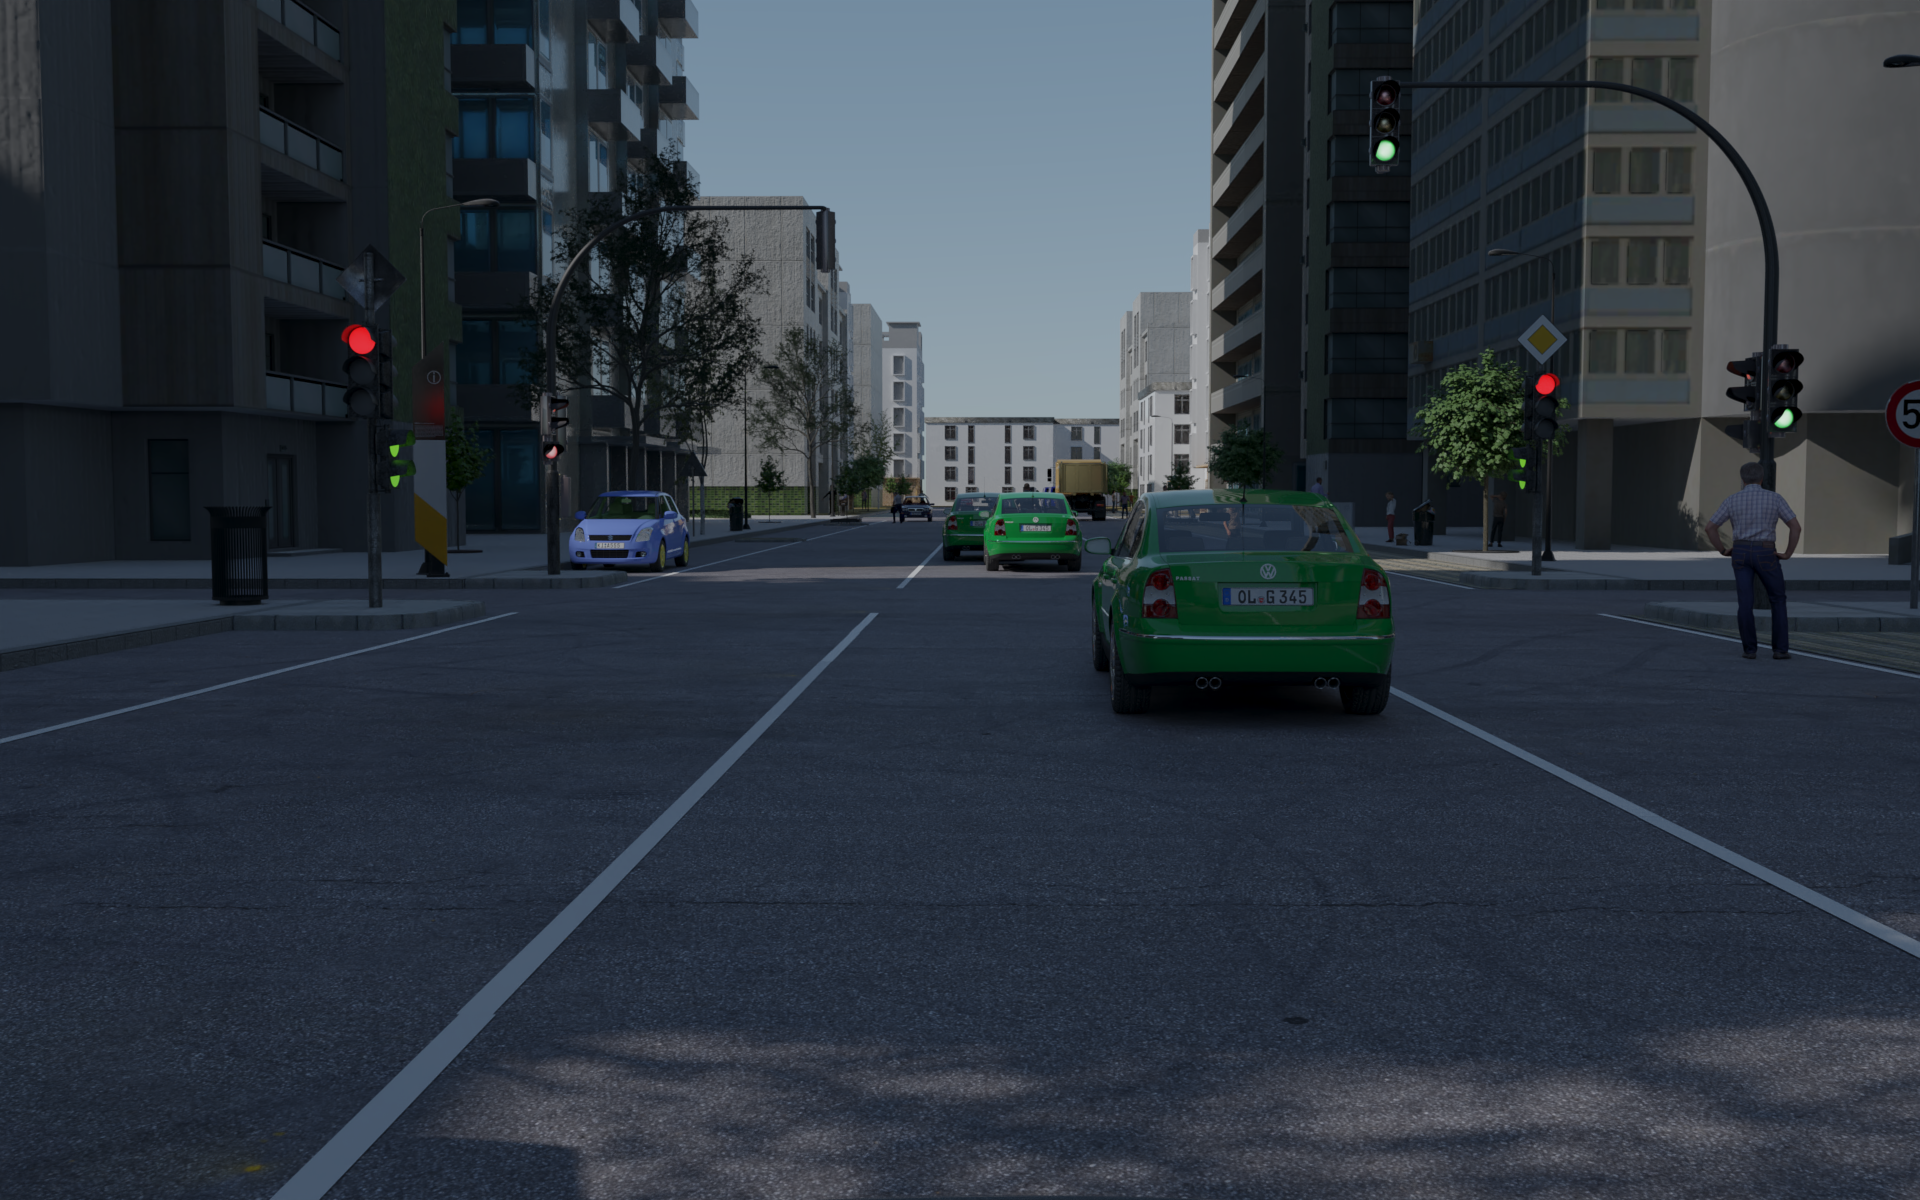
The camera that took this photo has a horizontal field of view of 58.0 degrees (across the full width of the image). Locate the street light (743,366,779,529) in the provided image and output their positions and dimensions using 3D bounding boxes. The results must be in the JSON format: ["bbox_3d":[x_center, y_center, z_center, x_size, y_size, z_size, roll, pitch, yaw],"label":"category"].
[{"bbox_3d":[-7.223,-5.515,62.705,1.470,5.913,1.316,0,4,1],"label":"street light"}]

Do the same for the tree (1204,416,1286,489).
[{"bbox_3d":[11.976,-5.447,72.767,4.285,4.588,4.351,0,3,0],"label":"tree"}]

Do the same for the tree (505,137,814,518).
[{"bbox_3d":[-8.328,-6.766,45.034,7.601,10.594,8.767,0,4,4],"label":"tree"}]

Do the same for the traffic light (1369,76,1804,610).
[{"bbox_3d":[6.829,-2.718,19.111,4.771,5.953,1.251,0,4,1],"label":"traffic light"}]

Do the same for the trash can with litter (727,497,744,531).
[{"bbox_3d":[-7.857,-2.986,60.202,0.624,1.170,1.055,-1,4,-16],"label":"trash can with litter"}]

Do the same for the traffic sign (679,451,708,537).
[{"bbox_3d":[-8.040,-3.193,52.216,0.884,2.594,0.081,0,4,7],"label":"traffic sign"}]

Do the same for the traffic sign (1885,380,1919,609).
[{"bbox_3d":[10.687,-1.176,19.327,0.768,2.556,0.104,1,4,8],"label":"traffic sign"}]

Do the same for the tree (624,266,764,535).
[{"bbox_3d":[-8.394,-6.376,54.610,4.360,8.622,3.978,0,3,0],"label":"tree"}]

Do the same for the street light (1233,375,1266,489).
[{"bbox_3d":[11.320,-5.809,67.518,1.470,5.913,1.316,0,4,1],"label":"street light"}]

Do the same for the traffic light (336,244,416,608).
[{"bbox_3d":[-6.597,-1.869,19.487,0.839,4.253,0.868,0,4,1],"label":"traffic light"}]

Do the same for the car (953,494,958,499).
[{"bbox_3d":[0.375,-9.825,169.670,2.155,1.783,4.494,0,4,2],"label":"car"}]

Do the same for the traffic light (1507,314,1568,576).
[{"bbox_3d":[9.071,-2.341,27.196,0.839,4.253,0.868,0,4,1],"label":"traffic light"}]

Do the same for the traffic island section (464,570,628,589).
[{"bbox_3d":[-6.487,-0.326,27.606,2.009,0.180,2.903,0,4,1],"label":"traffic island section"}]

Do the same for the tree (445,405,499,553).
[{"bbox_3d":[-11.121,-2.644,37.827,1.663,3.219,1.824,0,3,0],"label":"tree"}]

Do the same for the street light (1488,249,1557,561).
[{"bbox_3d":[10.717,-3.698,33.003,1.470,5.913,1.316,0,4,1],"label":"street light"}]

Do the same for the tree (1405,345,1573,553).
[{"bbox_3d":[11.538,-3.327,38.108,4.285,4.588,4.351,0,3,0],"label":"tree"}]

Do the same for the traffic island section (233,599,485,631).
[{"bbox_3d":[-6.637,0.163,19.622,2.009,0.180,2.903,0,4,1],"label":"traffic island section"}]

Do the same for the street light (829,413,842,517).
[{"bbox_3d":[-6.645,-7.650,97.617,1.470,5.913,1.316,0,4,1],"label":"street light"}]

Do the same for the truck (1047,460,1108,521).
[{"bbox_3d":[6.634,-6.117,95.943,3.469,3.379,9.791,0,4,2],"label":"truck"}]

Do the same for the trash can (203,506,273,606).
[{"bbox_3d":[-8.359,-0.516,20.090,0.748,1.137,0.748,0,3,0],"label":"trash can"}]

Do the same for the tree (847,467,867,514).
[{"bbox_3d":[-6.921,-7.329,114.437,1.663,3.219,1.824,0,3,0],"label":"tree"}]

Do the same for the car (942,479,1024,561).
[{"bbox_3d":[0.578,-1.819,38.540,1.959,1.807,4.718,0,4,2],"label":"car"}]

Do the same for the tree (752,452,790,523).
[{"bbox_3d":[-8.644,-5.075,77.575,1.663,3.219,1.824,0,3,0],"label":"tree"}]

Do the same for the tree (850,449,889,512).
[{"bbox_3d":[-6.768,-8.708,126.093,4.285,4.588,4.351,0,3,0],"label":"tree"}]

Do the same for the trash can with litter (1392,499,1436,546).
[{"bbox_3d":[11.283,-1.937,43.064,1.055,1.170,0.624,1,4,16],"label":"trash can with litter"}]

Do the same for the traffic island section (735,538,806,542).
[{"bbox_3d":[-5.694,-1.810,52.464,1.991,0.108,1.994,0,4,1],"label":"traffic island section"}]

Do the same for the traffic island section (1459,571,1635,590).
[{"bbox_3d":[9.111,-0.308,27.310,2.009,0.180,2.903,0,4,1],"label":"traffic island section"}]

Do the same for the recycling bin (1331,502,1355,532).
[{"bbox_3d":[11.501,-2.424,52.180,0.722,1.027,0.722,1,4,19],"label":"recycling bin"}]

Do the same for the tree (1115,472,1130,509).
[{"bbox_3d":[13.590,-9.319,146.969,1.663,3.219,1.824,0,3,0],"label":"tree"}]

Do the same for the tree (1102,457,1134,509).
[{"bbox_3d":[13.729,-10.328,152.573,4.285,4.588,4.351,0,3,0],"label":"tree"}]

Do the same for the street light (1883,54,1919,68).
[{"bbox_3d":[10.462,-2.809,18.470,1.470,5.913,1.316,0,4,1],"label":"street light"}]

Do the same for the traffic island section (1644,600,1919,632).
[{"bbox_3d":[8.962,0.181,19.326,2.009,0.180,2.903,0,4,1],"label":"traffic island section"}]

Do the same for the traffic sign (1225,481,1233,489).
[{"bbox_3d":[11.920,-4.638,75.833,0.884,2.594,0.081,0,4,6],"label":"traffic sign"}]

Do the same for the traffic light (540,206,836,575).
[{"bbox_3d":[-4.354,-3.229,27.466,4.771,5.953,1.251,0,4,1],"label":"traffic light"}]

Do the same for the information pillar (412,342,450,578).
[{"bbox_3d":[-8.135,-2.157,26.616,0.504,3.616,0.183,-1,4,-14],"label":"information pillar"}]

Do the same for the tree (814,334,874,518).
[{"bbox_3d":[-8.155,-9.638,91.992,7.601,10.594,8.767,0,4,-7],"label":"tree"}]

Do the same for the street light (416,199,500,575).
[{"bbox_3d":[-7.941,-3.357,27.435,1.470,5.913,1.316,0,4,1],"label":"street light"}]

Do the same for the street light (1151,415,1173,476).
[{"bbox_3d":[11.945,-7.920,102.033,1.470,5.913,1.316,0,4,1],"label":"street light"}]

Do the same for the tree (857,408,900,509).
[{"bbox_3d":[-7.053,-12.139,148.841,4.737,8.622,4.395,0,3,0],"label":"tree"}]

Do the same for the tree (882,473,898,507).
[{"bbox_3d":[-6.245,-9.812,155.034,1.663,3.219,1.824,0,3,0],"label":"tree"}]
